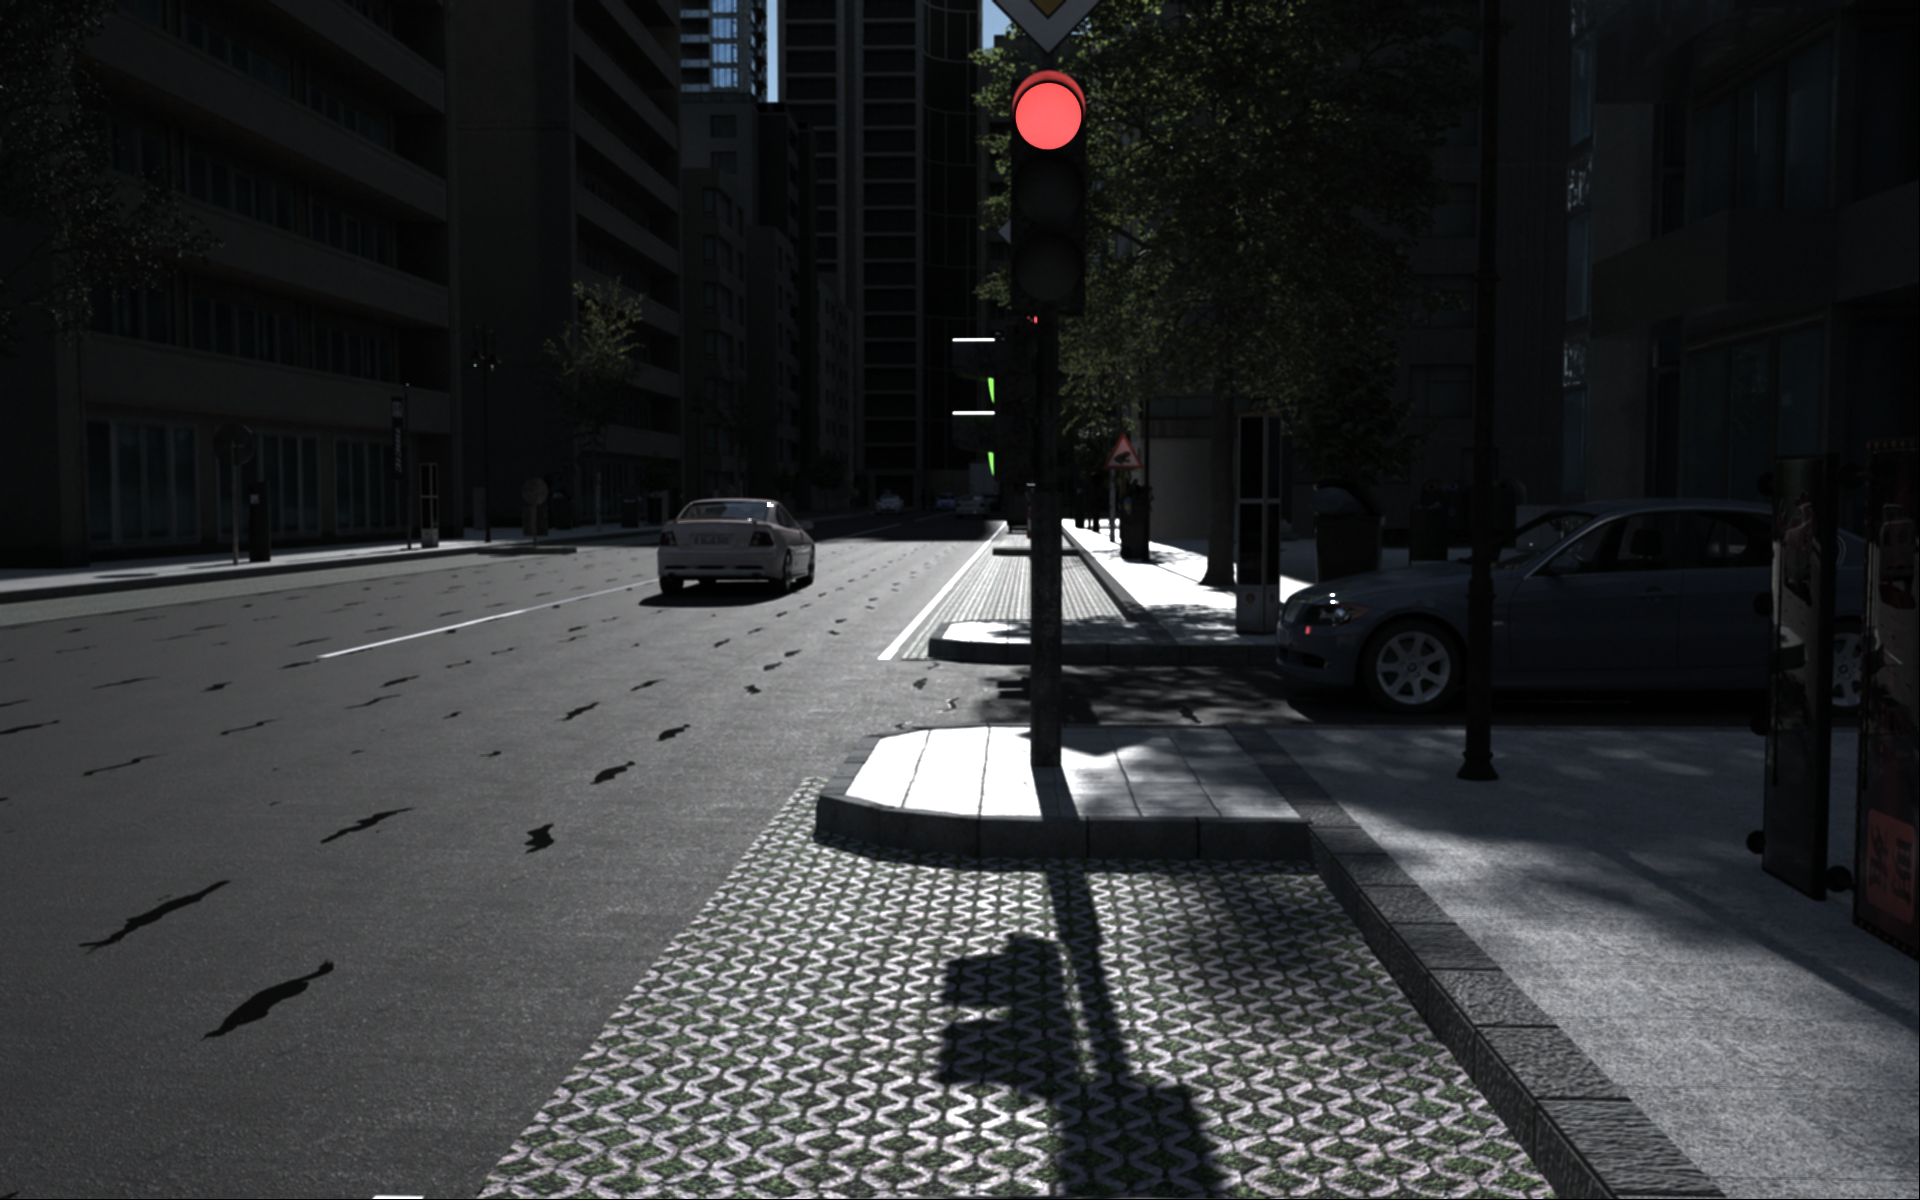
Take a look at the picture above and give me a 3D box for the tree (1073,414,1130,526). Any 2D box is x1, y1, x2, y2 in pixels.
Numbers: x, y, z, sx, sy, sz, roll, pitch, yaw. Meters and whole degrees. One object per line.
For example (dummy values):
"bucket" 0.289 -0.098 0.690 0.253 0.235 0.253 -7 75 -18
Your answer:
"tree" 6.122 -5.341 71.031 4.285 4.588 4.351 0 3 0

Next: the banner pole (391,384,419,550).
"banner pole" -12.653 -3.014 39.295 0.401 3.779 0.863 1 4 13

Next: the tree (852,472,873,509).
"tree" -8.554 -9.422 148.649 1.663 3.219 1.824 0 3 0

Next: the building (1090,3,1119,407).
"building" 25.201 -34.296 149.979 28.713 52.752 27.495 0 4 2

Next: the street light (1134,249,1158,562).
"street light" 3.531 -3.662 32.658 0.468 5.910 1.993 0 4 2

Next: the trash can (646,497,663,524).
"trash can" -13.212 -3.872 74.954 0.748 1.137 0.748 0 3 0

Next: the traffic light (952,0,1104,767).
"traffic light" 0.388 -1.173 8.094 0.839 4.253 0.868 0 4 2

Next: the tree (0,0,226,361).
"tree" -14.479 -5.507 24.455 8.767 10.594 7.601 1 4 16

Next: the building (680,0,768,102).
"building" -33.867 -53.504 187.460 31.000 86.520 22.319 0 4 2

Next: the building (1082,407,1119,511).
"building" 20.216 -49.374 119.936 22.319 86.520 31.000 0 4 2

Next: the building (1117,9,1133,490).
"building" 16.265 -27.425 98.517 14.600 45.320 14.200 0 4 2

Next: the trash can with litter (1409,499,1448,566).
"trash can with litter" 6.972 -0.806 24.238 2.233 1.210 1.678 0 4 8

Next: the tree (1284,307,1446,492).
"tree" 4.222 -1.433 18.037 1.663 3.219 1.824 0 3 0

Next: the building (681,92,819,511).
"building" -18.363 -21.810 128.292 14.160 30.474 14.107 0 4 2

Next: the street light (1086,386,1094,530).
"street light" 4.638 -5.446 61.836 0.468 5.910 1.993 0 4 2

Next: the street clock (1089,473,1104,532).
"street clock" 4.600 -3.301 58.549 0.471 2.002 0.358 -2 4 -25

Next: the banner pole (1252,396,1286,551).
"banner pole" 6.956 -3.002 39.093 0.863 3.779 0.401 2 4 24

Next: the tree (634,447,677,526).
"tree" -12.552 -4.659 70.771 1.663 3.219 1.824 0 3 0

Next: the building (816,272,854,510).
"building" -25.203 -18.822 152.771 28.899 21.520 27.650 0 4 2

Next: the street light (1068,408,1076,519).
"street light" 5.827 -7.213 90.721 0.468 5.910 1.993 0 4 2

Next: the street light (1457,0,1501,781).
"street light" 2.339 -2.132 7.649 0.468 5.910 1.993 0 4 2

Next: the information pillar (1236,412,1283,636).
"information pillar" 2.729 -0.693 15.818 0.304 2.012 0.304 3 4 38

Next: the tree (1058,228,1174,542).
"tree" 3.890 -5.848 45.978 4.360 8.622 3.978 0 3 0

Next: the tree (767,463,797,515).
"tree" -10.675 -6.806 105.873 1.663 3.219 1.824 0 3 0

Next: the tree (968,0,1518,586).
"tree" 3.767 -6.508 24.539 7.486 12.596 7.792 0 3 0

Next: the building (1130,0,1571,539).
"building" 12.437 -22.701 54.748 14.154 41.232 14.086 0 4 2

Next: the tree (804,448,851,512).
"tree" -9.472 -8.560 123.670 4.285 4.588 4.351 0 3 0

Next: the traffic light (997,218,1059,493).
"traffic light" 0.719 -1.661 16.072 0.839 4.253 0.868 0 4 2

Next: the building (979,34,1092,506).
"building" 13.018 -34.456 187.052 21.600 48.544 21.300 0 4 2

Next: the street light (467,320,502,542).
"street light" -12.603 -4.483 46.078 0.468 5.910 1.993 0 4 2

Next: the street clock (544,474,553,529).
"street clock" -15.139 -3.619 63.736 0.358 2.002 0.471 0 4 -1

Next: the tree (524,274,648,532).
"tree" -12.293 -6.596 58.207 4.360 8.622 3.978 0 3 0

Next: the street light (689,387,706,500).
"street light" -11.312 -6.248 74.945 0.468 5.910 1.993 0 4 2

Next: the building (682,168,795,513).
"building" -25.966 -16.021 106.987 27.650 21.520 28.899 0 4 2

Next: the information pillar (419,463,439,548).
"information pillar" -12.675 -2.255 41.355 0.304 2.012 0.304 1 4 12

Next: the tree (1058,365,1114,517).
"tree" 6.569 -8.982 97.216 4.737 8.622 4.395 0 3 0

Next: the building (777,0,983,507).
"building" -8.113 -45.744 186.169 20.611 71.187 20.563 0 4 2

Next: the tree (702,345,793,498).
"tree" -10.705 -8.323 86.449 4.360 8.622 3.978 0 3 0
